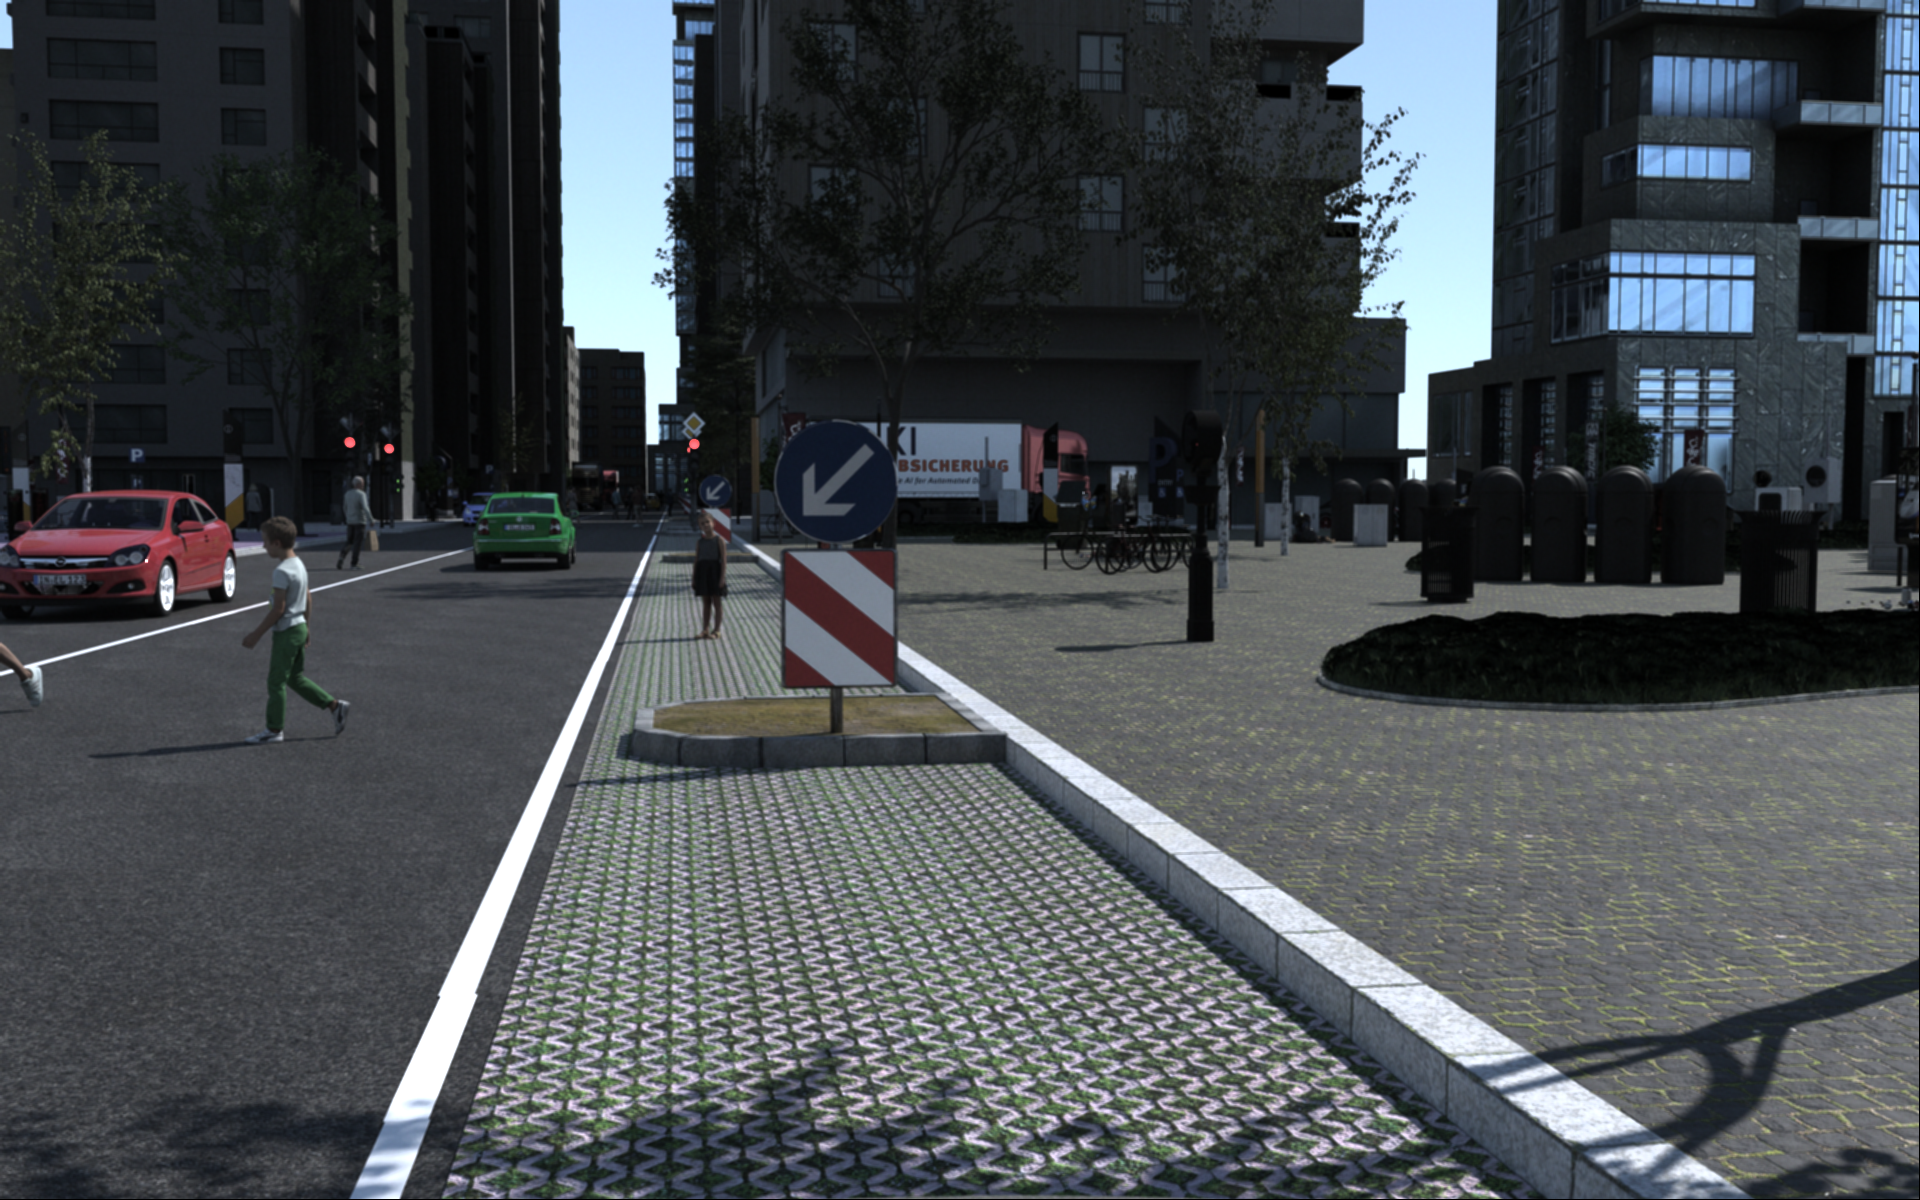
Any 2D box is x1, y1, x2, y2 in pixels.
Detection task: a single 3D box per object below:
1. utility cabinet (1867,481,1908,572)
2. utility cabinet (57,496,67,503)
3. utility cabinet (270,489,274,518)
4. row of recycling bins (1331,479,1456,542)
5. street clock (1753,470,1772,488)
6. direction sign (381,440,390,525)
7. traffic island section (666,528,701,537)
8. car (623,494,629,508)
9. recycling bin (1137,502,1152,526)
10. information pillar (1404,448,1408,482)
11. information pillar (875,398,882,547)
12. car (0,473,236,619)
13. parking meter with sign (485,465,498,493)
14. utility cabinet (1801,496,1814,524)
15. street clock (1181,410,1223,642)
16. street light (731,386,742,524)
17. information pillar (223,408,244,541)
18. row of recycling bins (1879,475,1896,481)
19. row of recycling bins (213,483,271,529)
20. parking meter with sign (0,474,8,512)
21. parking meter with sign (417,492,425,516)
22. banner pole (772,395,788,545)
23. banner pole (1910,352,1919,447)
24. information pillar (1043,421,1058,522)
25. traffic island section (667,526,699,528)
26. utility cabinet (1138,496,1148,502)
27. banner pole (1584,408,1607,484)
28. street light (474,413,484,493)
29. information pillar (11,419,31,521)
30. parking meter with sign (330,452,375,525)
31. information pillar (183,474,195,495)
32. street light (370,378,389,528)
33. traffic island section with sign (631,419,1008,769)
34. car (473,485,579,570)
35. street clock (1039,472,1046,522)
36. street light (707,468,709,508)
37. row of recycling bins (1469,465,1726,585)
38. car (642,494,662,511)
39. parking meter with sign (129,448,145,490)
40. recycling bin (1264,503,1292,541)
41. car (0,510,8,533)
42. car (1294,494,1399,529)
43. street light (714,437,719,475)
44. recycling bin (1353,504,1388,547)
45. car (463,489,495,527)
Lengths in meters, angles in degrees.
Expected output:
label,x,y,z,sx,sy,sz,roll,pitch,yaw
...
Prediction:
label,x,y,z,sx,sy,sz,roll,pitch,yaw
utility cabinet,15.424,-1.189,28.124,0.318,1.500,1.173,-3,4,-38
utility cabinet,-26.090,-2.441,51.077,1.020,1.237,0.306,1,4,15
utility cabinet,-28.075,-3.704,69.236,0.318,1.500,1.173,3,5,42
row of recycling bins,11.922,-2.451,47.192,3.534,1.692,1.069,0,4,3
street clock,24.574,-2.967,53.086,0.358,2.002,0.471,-3,5,-42
direction sign,-23.940,-4.908,72.245,0.379,3.537,0.876,1,4,11
traffic island section,-9.041,-2.261,59.251,2.009,0.180,2.903,-1,4,-9
car,-33.510,-10.254,177.438,2.009,1.686,4.222,-1,4,-11
recycling bin,5.602,-2.548,54.213,0.722,1.027,0.722,0,4,-5
information pillar,22.484,-5.905,87.900,0.504,3.616,0.183,3,4,37
information pillar,-1.960,-3.093,41.931,0.183,3.616,0.504,0,4,-3
car,-10.331,-0.755,21.379,2.155,1.783,4.494,-1,4,-9
parking meter with sign,-27.901,-6.563,103.567,0.543,3.016,1.738,0,4,-1
utility cabinet,25.995,-2.610,53.838,0.306,1.237,1.020,-2,4,-31
street clock,2.098,-0.642,15.064,0.358,2.002,0.471,-1,4,-10
street light,-9.472,-6.176,73.769,0.468,5.910,1.993,-1,4,-9
information pillar,-19.881,-3.426,47.373,0.504,3.616,0.183,0,4,-8
row of recycling bins,21.253,-1.801,36.562,3.534,1.692,1.069,2,4,24
row of recycling bins,-27.059,-3.553,65.203,3.534,1.692,1.069,3,5,43
parking meter with sign,-37.360,-4.339,67.197,0.543,3.016,1.738,2,4,34
parking meter with sign,-31.654,-6.351,100.096,1.738,3.016,0.543,2,4,29
banner pole,-4.446,-3.270,43.481,0.401,3.779,0.863,-2,4,-26
banner pole,17.003,-2.492,30.765,0.863,3.779,0.401,-3,5,-41
information pillar,2.922,-3.927,55.565,0.504,3.616,0.183,0,4,2
traffic island section,-10.346,-2.743,67.129,2.009,0.180,2.903,-1,4,-9
utility cabinet,6.754,-3.094,61.756,1.020,1.237,0.306,2,4,32
banner pole,18.677,-3.720,50.835,0.401,3.779,0.863,-3,4,-39
street light,-27.609,-7.749,99.490,0.468,5.910,1.993,-1,4,-9
information pillar,-29.471,-3.855,54.392,0.504,3.616,0.183,0,4,-4
parking meter with sign,-25.336,-4.643,72.178,1.738,3.016,0.543,-3,4,-38
information pillar,-28.872,-3.694,64.882,0.304,2.012,0.304,3,4,38
street light,-21.872,-5.661,65.345,0.468,5.910,1.993,-1,4,-9
traffic island section with sign,-0.881,-0.081,9.958,1.989,1.847,2.006,-1,4,-9
car,-8.550,-1.554,34.207,1.959,1.807,4.718,-1,4,-10
street clock,2.778,-3.246,57.639,0.358,2.002,0.471,1,4,12
street light,-20.560,-10.297,141.141,0.468,5.910,1.993,-1,4,-9
row of recycling bins,9.243,-1.110,25.261,3.534,1.692,1.069,1,4,22
car,-27.001,-8.598,150.798,2.015,1.641,3.980,0,4,-8
parking meter with sign,-31.538,-4.293,66.453,0.543,3.016,1.738,-2,4,-25
recycling bin,8.815,-2.175,48.117,0.722,1.027,0.722,0,4,6
car,-34.253,-2.849,58.589,4.499,1.417,2.014,-1,4,-11
car,15.137,-3.529,67.486,4.222,1.686,2.009,-1,4,-8
street light,-15.014,-8.246,107.603,0.468,5.910,1.993,-1,4,-9
recycling bin,10.048,-1.827,42.418,0.722,1.027,0.722,0,4,4
car,-21.071,-4.125,77.038,1.945,1.707,3.694,-1,4,-8
